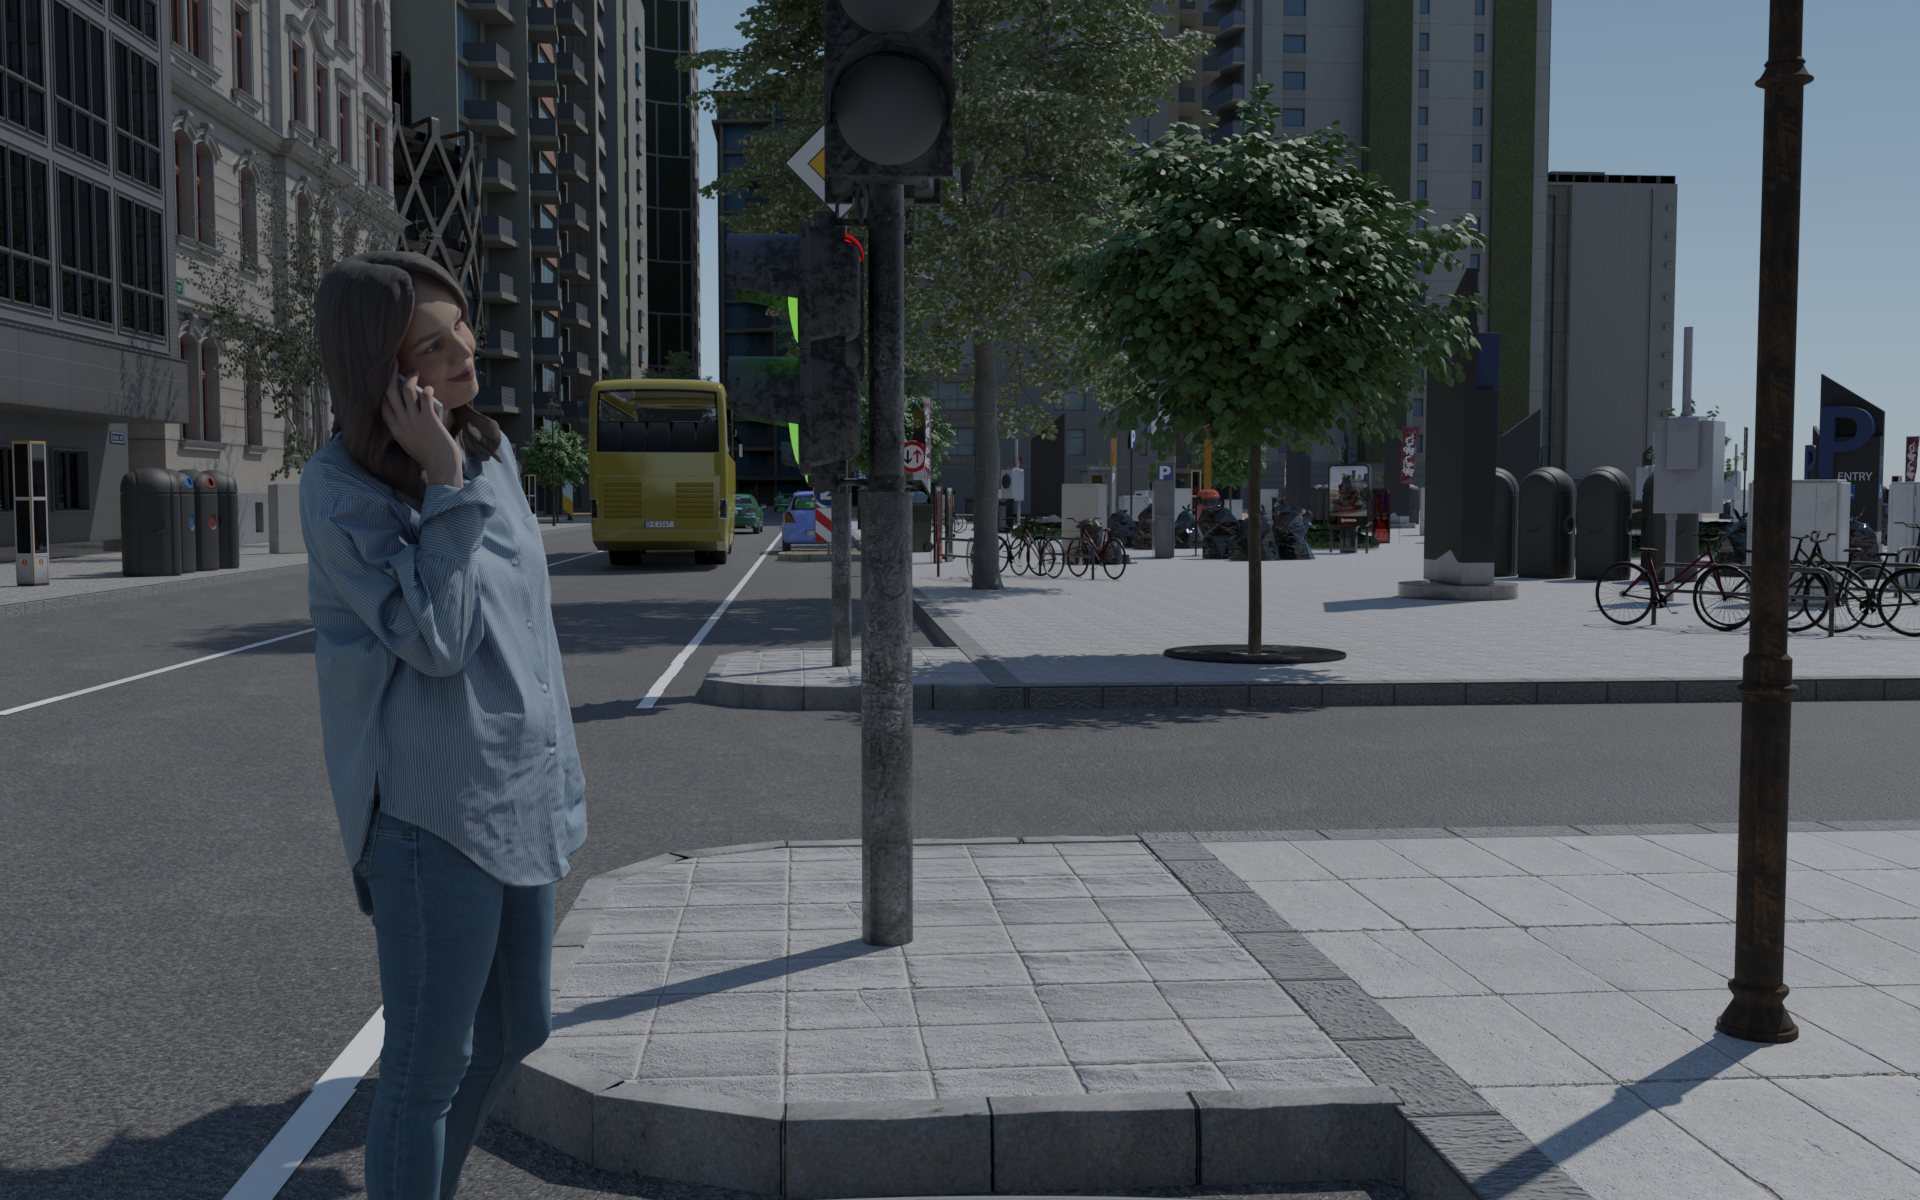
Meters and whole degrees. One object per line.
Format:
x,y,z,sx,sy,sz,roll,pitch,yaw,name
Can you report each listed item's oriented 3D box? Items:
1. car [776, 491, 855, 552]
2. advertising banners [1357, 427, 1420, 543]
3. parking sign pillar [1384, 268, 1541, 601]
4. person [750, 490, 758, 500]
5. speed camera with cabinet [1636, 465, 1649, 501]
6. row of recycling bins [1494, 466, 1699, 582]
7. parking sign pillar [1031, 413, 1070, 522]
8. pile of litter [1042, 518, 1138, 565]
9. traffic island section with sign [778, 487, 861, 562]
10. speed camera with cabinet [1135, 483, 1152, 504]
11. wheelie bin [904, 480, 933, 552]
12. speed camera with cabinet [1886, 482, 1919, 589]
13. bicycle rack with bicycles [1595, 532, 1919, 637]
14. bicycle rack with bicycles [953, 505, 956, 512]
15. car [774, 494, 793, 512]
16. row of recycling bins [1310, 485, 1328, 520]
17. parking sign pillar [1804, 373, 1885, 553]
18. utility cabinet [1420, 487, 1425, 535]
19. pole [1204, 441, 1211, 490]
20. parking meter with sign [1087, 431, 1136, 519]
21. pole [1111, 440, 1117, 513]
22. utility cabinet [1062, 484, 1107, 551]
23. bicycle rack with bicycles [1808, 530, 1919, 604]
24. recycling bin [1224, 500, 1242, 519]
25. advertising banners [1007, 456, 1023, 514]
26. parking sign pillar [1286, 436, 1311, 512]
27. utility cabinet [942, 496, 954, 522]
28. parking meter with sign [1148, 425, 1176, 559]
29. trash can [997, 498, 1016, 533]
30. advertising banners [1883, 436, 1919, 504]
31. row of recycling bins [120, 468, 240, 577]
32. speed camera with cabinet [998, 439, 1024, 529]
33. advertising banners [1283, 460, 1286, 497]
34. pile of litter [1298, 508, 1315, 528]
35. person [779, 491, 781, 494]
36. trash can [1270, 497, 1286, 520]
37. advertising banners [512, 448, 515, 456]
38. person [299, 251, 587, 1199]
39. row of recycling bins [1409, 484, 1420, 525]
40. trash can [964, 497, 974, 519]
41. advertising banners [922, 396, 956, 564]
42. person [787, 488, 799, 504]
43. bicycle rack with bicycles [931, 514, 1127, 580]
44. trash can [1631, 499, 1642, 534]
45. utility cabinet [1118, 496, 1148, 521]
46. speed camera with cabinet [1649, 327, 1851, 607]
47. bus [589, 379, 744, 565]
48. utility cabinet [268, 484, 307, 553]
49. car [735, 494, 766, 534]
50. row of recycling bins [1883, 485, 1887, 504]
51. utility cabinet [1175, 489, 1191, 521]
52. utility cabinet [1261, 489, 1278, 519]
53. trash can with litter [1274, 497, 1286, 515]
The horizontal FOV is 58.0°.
-3.541,-2.018,42.587,1.945,1.707,3.694,0,4,-6,car
10.905,-2.981,44.921,2.074,3.025,0.090,0,4,-4,advertising banners
6.180,-2.014,21.397,1.447,3.967,1.447,0,4,-5,parking sign pillar
-19.254,-9.276,160.190,1.348,1.821,0.705,2,4,24,person
22.915,-3.767,55.929,2.038,3.252,0.660,-1,4,-9,speed camera with cabinet
9.389,-1.174,26.301,3.534,1.692,1.069,3,5,40,row of recycling bins
3.022,-4.245,57.882,1.447,3.967,1.447,2,4,32,parking sign pillar
2.370,-1.093,31.831,1.719,0.858,1.176,1,4,19,pile of litter
-2.957,-1.771,37.592,1.989,1.847,2.006,0,4,-5,traffic island section with sign
9.518,-5.670,87.034,0.660,3.252,2.038,-2,4,-24,speed camera with cabinet
-0.983,-1.853,38.206,0.693,1.594,0.980,-2,4,-32,wheelie bin
13.749,-1.785,23.517,2.038,3.252,0.660,0,4,-6,speed camera with cabinet
8.017,-0.194,16.559,2.852,0.926,2.925,-2,4,-34,bicycle rack with bicycles
-0.854,-2.675,57.112,2.925,0.926,2.852,-1,4,-21,bicycle rack with bicycles
-14.338,-8.173,142.426,1.959,1.807,4.718,0,4,-4,car
16.280,-4.195,75.708,1.069,1.692,3.534,-1,4,-17,row of recycling bins
19.667,-3.048,38.300,1.447,3.967,1.447,3,5,39,parking sign pillar
14.444,-2.762,53.832,0.318,1.500,1.173,1,4,14,utility cabinet
6.259,-3.055,43.791,0.158,3.312,0.155,0,3,0,pole
3.792,-3.071,46.465,1.738,3.016,0.543,1,4,19,parking meter with sign
5.543,-4.205,62.593,0.158,3.312,0.155,0,3,0,pole
2.705,-1.767,37.571,0.318,1.500,1.173,-3,4,-37,utility cabinet
12.709,-0.492,21.432,2.925,0.926,2.852,-3,4,-36,bicycle rack with bicycles
12.408,-4.042,78.644,0.722,1.027,0.722,0,4,1,recycling bin
2.131,-5.185,80.955,2.074,3.025,0.090,3,5,43,advertising banners
12.400,-4.586,63.459,1.447,3.967,1.447,-1,4,-12,parking sign pillar
-0.653,-3.805,73.372,0.306,1.237,1.020,-2,4,-31,utility cabinet
4.099,-2.373,35.065,0.543,3.016,1.738,0,4,3,parking meter with sign
1.469,-2.797,57.384,0.748,1.137,0.748,0,3,0,trash can
28.467,-3.470,52.922,0.090,3.025,2.074,-1,4,-14,advertising banners
-12.814,-1.305,28.449,1.069,1.692,3.534,0,4,-4,row of recycling bins
1.483,-4.186,62.777,0.660,3.252,2.038,-2,4,-35,speed camera with cabinet
15.104,-5.166,80.646,0.090,3.025,2.074,1,4,13,advertising banners
10.877,-2.414,53.436,1.176,0.858,1.719,0,4,4,pile of litter
-16.813,-9.334,162.053,0.756,1.711,0.436,-2,4,-28,person
14.452,-4.092,78.550,0.748,1.137,0.748,0,3,0,trash can
-17.769,-4.239,65.493,2.074,3.025,0.090,1,4,9,advertising banners
-0.845,0.365,2.795,0.793,1.790,0.793,-1,4,-23,person
19.166,-4.095,74.069,1.069,1.692,3.534,1,4,12,row of recycling bins
0.543,-4.229,80.790,0.748,1.137,0.748,0,3,0,trash can
-0.398,-2.188,31.958,0.090,3.025,2.074,1,4,15,advertising banners
-8.384,-4.929,89.766,1.217,1.739,0.721,-1,4,-22,person
0.884,-0.805,26.552,2.852,0.926,2.925,-1,4,-23,bicycle rack with bicycles
17.811,-2.087,45.781,0.748,1.137,0.748,0,3,0,trash can
5.724,-2.819,57.250,1.020,1.237,0.306,-2,4,-31,utility cabinet
9.269,-1.588,20.293,2.038,3.252,0.660,3,4,37,speed camera with cabinet
-6.265,-2.842,38.018,2.896,3.916,12.252,0,4,-7,bus
-14.386,-1.761,37.468,0.318,1.500,1.173,2,4,28,utility cabinet
-8.187,-3.160,63.459,2.131,1.459,4.920,0,4,-4,car
39.600,-4.179,75.444,1.069,1.692,3.534,-3,5,-40,row of recycling bins
9.088,-3.845,71.551,1.173,1.500,0.318,-2,4,-33,utility cabinet
14.121,-4.376,80.225,1.173,1.500,0.318,0,4,-5,utility cabinet
12.947,-3.477,68.236,1.055,1.170,0.624,-2,4,-28,trash can with litter
